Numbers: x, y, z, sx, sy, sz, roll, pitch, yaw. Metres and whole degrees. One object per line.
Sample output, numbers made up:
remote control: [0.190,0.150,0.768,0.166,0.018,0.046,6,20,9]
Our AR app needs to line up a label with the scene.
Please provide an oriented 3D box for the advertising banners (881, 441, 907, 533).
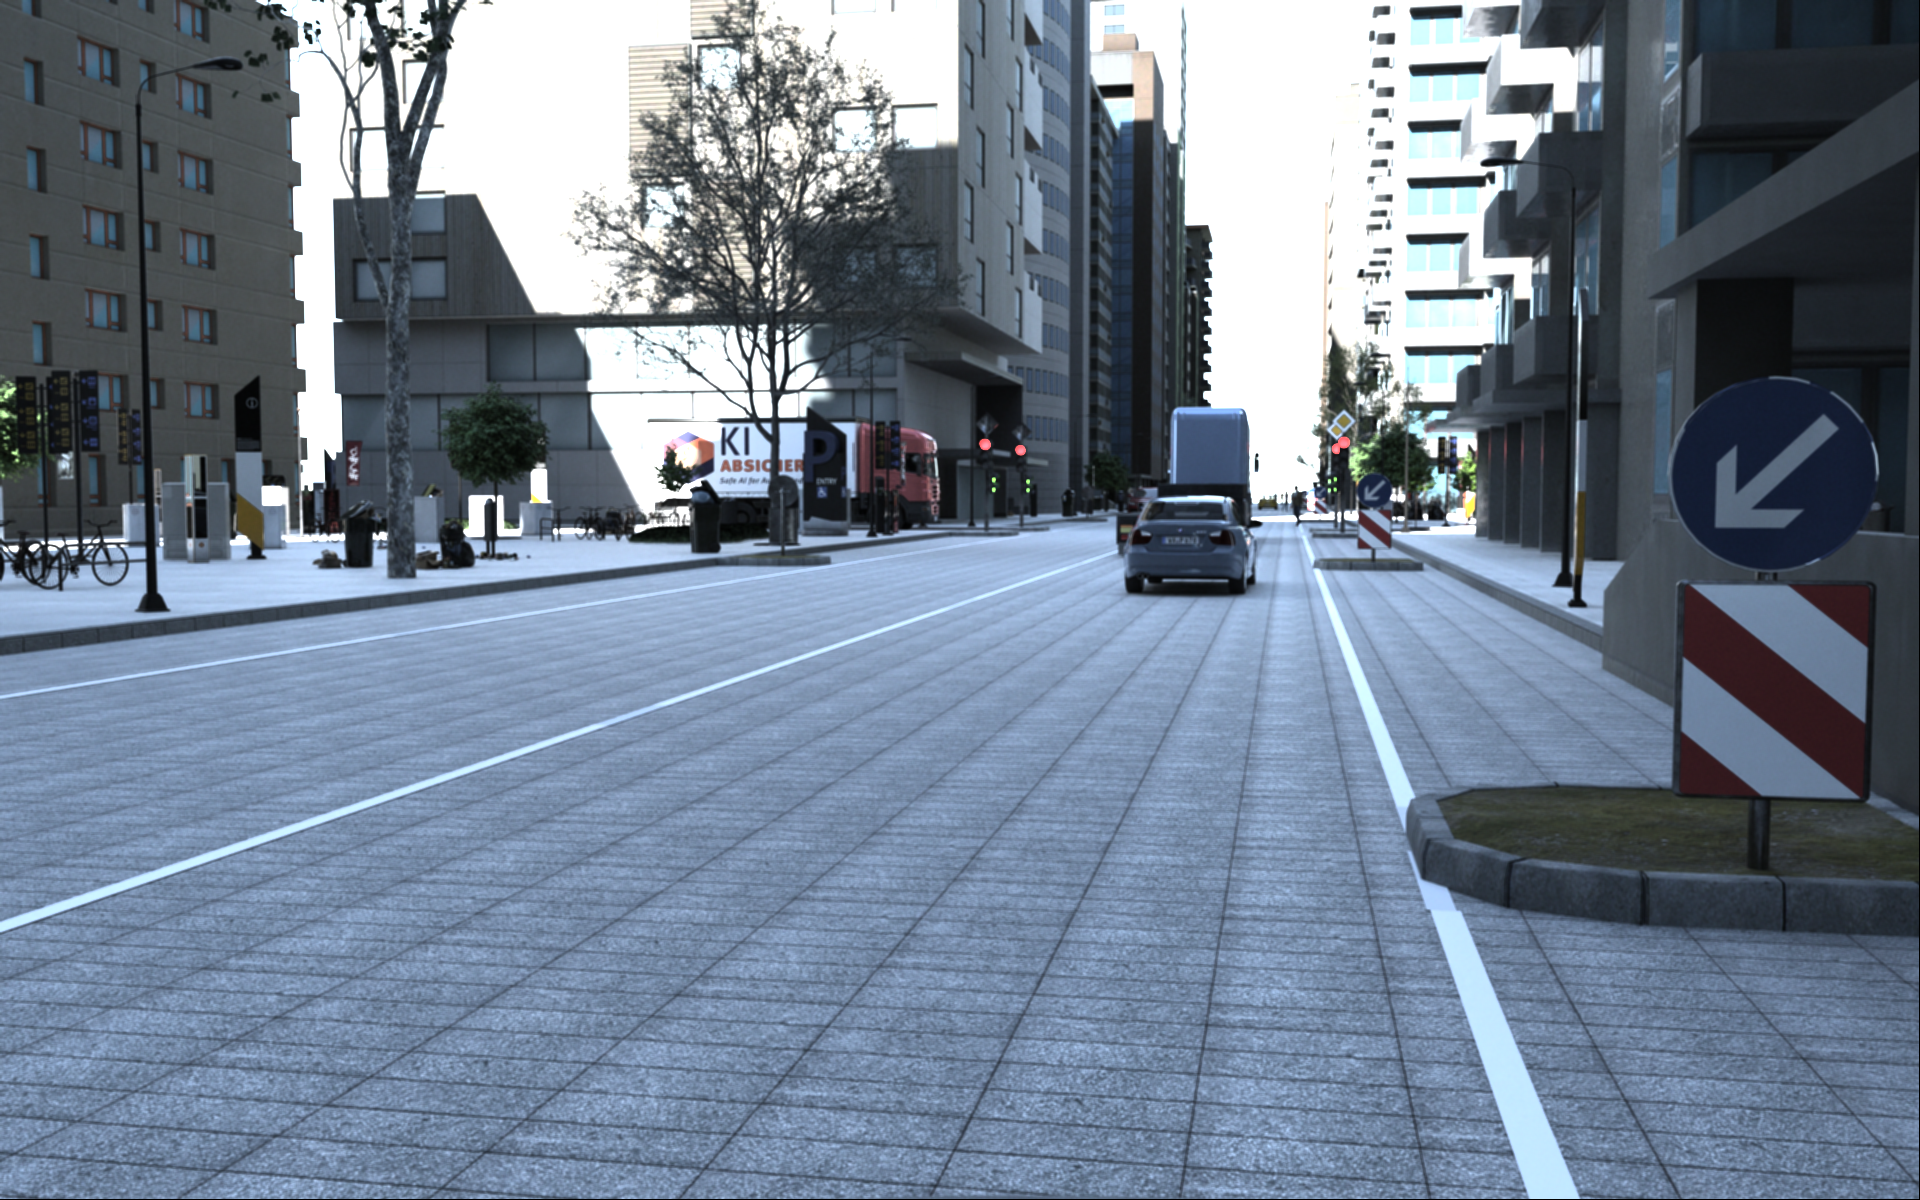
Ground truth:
advertising banners: [-2.135,-3.705,56.760,0.090,3.025,2.074,1,4,20]

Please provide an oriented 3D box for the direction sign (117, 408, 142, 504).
direction sign: [-22.115,-3.314,46.173,0.379,3.537,0.876,1,4,12]

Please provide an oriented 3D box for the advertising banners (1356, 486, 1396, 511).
advertising banners: [20.015,-5.294,82.752,2.074,3.025,0.090,1,4,12]

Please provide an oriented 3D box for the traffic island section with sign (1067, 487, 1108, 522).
traffic island section with sign: [6.643,-4.983,90.093,1.989,1.847,2.006,1,4,11]

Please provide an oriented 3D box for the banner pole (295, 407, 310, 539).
banner pole: [-19.151,-3.685,50.273,0.401,3.779,0.863,-2,4,-24]

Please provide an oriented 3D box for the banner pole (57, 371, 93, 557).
banner pole: [-18.147,-2.773,35.353,0.863,3.779,0.401,2,4,24]

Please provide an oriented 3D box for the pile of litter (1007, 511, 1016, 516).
pile of litter: [2.681,-5.261,99.974,1.176,0.858,1.719,3,5,40]

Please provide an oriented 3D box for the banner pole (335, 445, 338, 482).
banner pole: [-31.531,-5.969,87.609,0.401,3.779,0.863,-1,4,-12]

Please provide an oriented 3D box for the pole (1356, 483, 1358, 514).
pole: [25.354,-7.124,110.325,0.158,3.312,0.155,0,3,0]

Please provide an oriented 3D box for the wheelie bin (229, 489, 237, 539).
wheelie bin: [-20.987,-2.529,49.253,0.980,1.594,0.693,3,5,44]

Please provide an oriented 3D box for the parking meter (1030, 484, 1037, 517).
parking meter: [4.153,-5.640,97.926,0.399,1.863,0.255,1,4,12]

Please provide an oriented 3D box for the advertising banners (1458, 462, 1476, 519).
advertising banners: [26.156,-5.688,89.183,0.090,3.025,2.074,-1,4,-13]

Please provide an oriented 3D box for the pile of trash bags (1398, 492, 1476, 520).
pile of trash bags: [23.528,-4.602,84.992,3.447,1.369,1.912,2,4,24]

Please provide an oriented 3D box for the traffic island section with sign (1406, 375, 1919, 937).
traffic island section with sign: [2.770,0.123,6.617,1.989,1.847,2.006,1,4,11]

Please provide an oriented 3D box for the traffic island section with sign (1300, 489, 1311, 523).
traffic island section with sign: [18.062,-4.821,87.448,1.989,1.847,2.006,1,4,11]

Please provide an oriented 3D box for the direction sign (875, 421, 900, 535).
direction sign: [-2.245,-3.783,53.857,0.876,3.537,0.379,2,4,28]

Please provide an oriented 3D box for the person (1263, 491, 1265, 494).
person: [41.648,-13.988,237.218,1.348,1.822,0.705,0,4,4]

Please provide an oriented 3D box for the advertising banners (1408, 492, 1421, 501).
advertising banners: [27.580,-6.727,106.180,0.090,3.025,2.074,-1,4,-21]

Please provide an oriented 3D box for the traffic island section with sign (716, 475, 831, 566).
traffic island section with sign: [-3.720,-1.633,35.326,1.989,1.847,2.006,1,4,11]

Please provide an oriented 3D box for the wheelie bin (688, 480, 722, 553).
wheelie bin: [-5.580,-1.828,37.800,0.693,1.594,0.980,-1,4,-20]

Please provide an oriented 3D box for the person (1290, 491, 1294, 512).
person: [26.859,-7.963,139.700,0.512,1.701,0.522,1,4,13]

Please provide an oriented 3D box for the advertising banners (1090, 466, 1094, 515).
advertising banners: [8.112,-6.747,106.496,0.090,3.025,2.074,1,4,12]

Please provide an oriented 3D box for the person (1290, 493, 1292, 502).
person: [50.981,-15.685,266.426,0.415,1.643,0.593,2,4,33]

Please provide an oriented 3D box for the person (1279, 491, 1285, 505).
person: [41.448,-13.114,222.875,1.348,1.831,0.705,0,4,-5]

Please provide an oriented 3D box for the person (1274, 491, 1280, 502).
person: [34.716,-11.065,190.135,0.721,1.736,1.217,-3,5,-42]

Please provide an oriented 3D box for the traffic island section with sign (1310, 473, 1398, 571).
traffic island section with sign: [7.824,-1.511,33.326,1.989,1.847,2.006,1,4,11]

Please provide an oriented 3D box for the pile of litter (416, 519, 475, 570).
pile of litter: [-9.075,-0.985,30.076,1.176,0.858,1.719,1,4,19]

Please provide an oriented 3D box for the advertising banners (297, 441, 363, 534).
advertising banners: [-20.537,-3.688,56.490,2.074,3.025,0.090,-2,4,-28]

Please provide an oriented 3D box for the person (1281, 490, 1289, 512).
person: [25.913,-7.880,137.929,0.643,1.750,0.593,1,4,21]

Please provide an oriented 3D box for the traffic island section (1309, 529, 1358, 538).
traffic island section: [12.729,-2.157,57.542,2.009,0.180,2.903,1,4,11]

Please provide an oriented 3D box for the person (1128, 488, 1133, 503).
person: [9.668,-5.425,97.375,0.526,1.800,0.537,3,4,36]

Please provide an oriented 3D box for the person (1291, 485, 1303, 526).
person: [15.200,-4.262,78.091,0.656,1.842,0.836,2,4,29]

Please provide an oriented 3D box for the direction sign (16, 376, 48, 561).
direction sign: [-17.715,-2.538,33.494,0.876,3.537,0.379,-1,4,-16]

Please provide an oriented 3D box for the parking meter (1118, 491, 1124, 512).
parking meter: [11.526,-7.065,123.921,0.372,1.533,0.369,0,3,0]

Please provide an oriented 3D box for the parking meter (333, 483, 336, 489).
parking meter: [-29.895,-4.737,83.163,0.399,1.863,0.255,2,4,34]

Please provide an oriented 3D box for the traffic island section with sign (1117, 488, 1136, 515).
traffic island section with sign: [11.656,-6.603,116.579,1.989,1.847,2.006,1,4,11]

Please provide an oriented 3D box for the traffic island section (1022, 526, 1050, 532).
traffic island section: [2.383,-2.773,67.624,2.009,0.180,2.903,1,4,11]

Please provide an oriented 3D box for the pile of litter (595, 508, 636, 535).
pile of litter: [-10.857,-2.513,55.057,1.719,0.858,1.176,-2,4,-32]

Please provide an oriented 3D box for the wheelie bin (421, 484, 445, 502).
wheelie bin: [-16.757,-2.880,54.992,0.693,1.594,0.980,-2,4,-35]

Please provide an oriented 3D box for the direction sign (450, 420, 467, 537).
direction sign: [-15.091,-3.686,52.262,0.379,3.537,0.876,1,4,20]

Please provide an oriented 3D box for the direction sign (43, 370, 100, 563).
direction sign: [-16.220,-2.436,31.833,0.876,3.537,0.379,0,4,5]

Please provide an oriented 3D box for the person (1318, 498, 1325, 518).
person: [21.457,-5.728,102.708,0.362,1.759,0.519,3,5,40]

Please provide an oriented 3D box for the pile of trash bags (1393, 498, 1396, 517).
pile of trash bags: [24.398,-5.389,97.869,1.912,1.369,3.447,0,4,-5]

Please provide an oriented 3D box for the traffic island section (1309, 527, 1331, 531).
traffic island section: [14.214,-2.637,65.388,2.009,0.180,2.903,1,4,11]

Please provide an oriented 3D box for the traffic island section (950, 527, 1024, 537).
traffic island section: [0.898,-2.293,59.778,2.009,0.180,2.903,1,4,11]

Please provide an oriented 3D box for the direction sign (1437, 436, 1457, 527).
direction sign: [19.087,-4.642,67.893,0.379,3.537,0.876,-3,4,-39]
